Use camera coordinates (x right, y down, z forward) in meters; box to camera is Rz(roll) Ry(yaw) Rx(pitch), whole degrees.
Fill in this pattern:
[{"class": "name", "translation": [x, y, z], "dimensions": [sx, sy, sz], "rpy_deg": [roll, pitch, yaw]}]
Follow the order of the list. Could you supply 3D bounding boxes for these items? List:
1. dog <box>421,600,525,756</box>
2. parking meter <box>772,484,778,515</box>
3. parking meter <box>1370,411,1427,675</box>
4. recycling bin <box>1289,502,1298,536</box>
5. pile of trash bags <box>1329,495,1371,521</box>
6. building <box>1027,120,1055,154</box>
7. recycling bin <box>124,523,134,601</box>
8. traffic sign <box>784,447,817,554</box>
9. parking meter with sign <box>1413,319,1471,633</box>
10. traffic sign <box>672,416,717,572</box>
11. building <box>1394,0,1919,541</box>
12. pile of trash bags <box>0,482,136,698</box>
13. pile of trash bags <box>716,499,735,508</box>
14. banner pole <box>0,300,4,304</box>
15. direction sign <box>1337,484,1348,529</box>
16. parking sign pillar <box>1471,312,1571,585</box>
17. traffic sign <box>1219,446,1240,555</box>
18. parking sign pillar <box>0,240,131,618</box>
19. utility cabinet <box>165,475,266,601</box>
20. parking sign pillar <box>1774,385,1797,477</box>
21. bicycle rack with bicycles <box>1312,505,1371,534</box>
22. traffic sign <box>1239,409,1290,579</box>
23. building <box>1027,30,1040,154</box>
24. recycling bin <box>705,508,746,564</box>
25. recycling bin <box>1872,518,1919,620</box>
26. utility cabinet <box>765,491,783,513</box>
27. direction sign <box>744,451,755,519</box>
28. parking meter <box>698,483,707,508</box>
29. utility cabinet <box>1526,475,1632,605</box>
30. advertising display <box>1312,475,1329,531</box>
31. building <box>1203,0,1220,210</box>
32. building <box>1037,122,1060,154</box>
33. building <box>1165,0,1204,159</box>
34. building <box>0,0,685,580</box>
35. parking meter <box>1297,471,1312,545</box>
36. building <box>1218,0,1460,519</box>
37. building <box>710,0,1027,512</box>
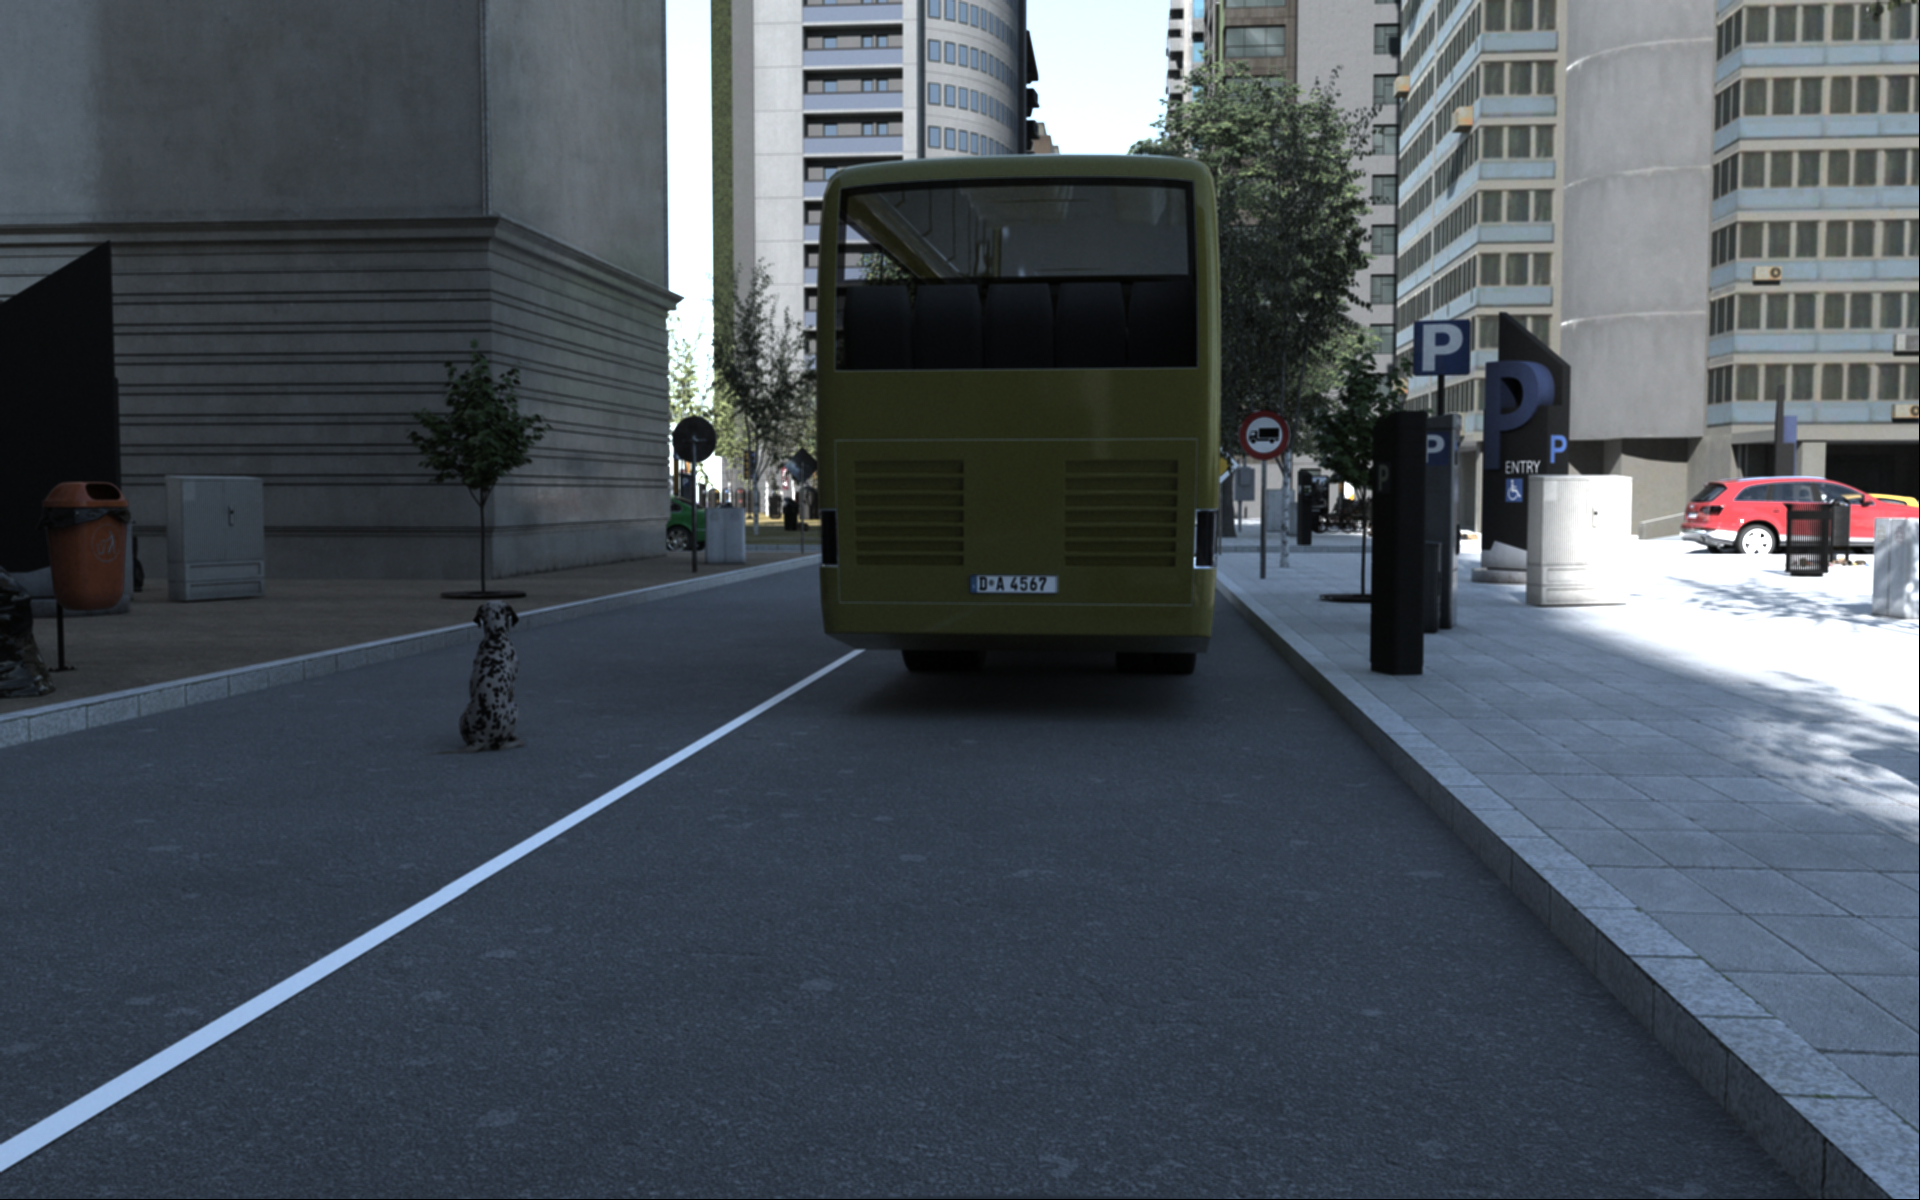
[{"class": "dog", "translation": [-2.751, 0.432, 9.773], "dimensions": [0.513, 0.831, 0.800], "rpy_deg": [2, 4, 35]}, {"class": "parking meter", "translation": [-11.213, -6.073, 105.006], "dimensions": [0.255, 1.863, 0.399], "rpy_deg": [-2, 4, -31]}, {"class": "parking meter", "translation": [3.137, -0.410, 12.408], "dimensions": [0.255, 1.863, 0.399], "rpy_deg": [-1, 4, -12]}, {"class": "recycling bin", "translation": [10.288, -2.472, 52.968], "dimensions": [0.722, 1.027, 0.722], "rpy_deg": [2, 4, 32]}, {"class": "pile of trash bags", "translation": [18.248, -4.477, 82.959], "dimensions": [3.447, 1.369, 1.912], "rpy_deg": [0, 4, -3]}, {"class": "building", "translation": [4.446, -34.356, 211.831], "dimensions": [14.600, 45.320, 14.200], "rpy_deg": [0, 4, 5]}, {"class": "recycling bin", "translation": [-10.296, -0.488, 20.541], "dimensions": [0.722, 1.027, 0.722], "rpy_deg": [0, 4, -8]}, {"class": "traffic sign", "translation": [-3.387, -2.054, 37.224], "dimensions": [0.795, 2.450, 0.064], "rpy_deg": [0, 4, 5]}, {"class": "parking meter with sign", "translation": [4.549, -1.250, 16.694], "dimensions": [0.543, 3.016, 1.738], "rpy_deg": [1, 4, 20]}, {"class": "traffic sign", "translation": [-4.350, -1.725, 28.315], "dimensions": [0.768, 2.556, 0.104], "rpy_deg": [1, 4, 12]}, {"class": "building", "translation": [28.660, -22.521, 60.106], "dimensions": [23.993, 40.220, 32.217], "rpy_deg": [0, 4, 5]}, {"class": "pile of trash bags", "translation": [-6.709, -0.085, 11.136], "dimensions": [1.912, 1.369, 3.447], "rpy_deg": [1, 4, 17]}, {"class": "pile of trash bags", "translation": [-7.475, -2.241, 46.394], "dimensions": [3.447, 1.369, 1.912], "rpy_deg": [1, 4, 21]}, {"class": "banner pole", "translation": [-12.486, -1.972, 22.258], "dimensions": [0.401, 3.779, 0.863], "rpy_deg": [2, 4, 26]}, {"class": "direction sign", "translation": [14.119, -4.393, 63.822], "dimensions": [0.379, 3.537, 0.876], "rpy_deg": [-1, 4, -13]}, {"class": "parking sign pillar", "translation": [8.202, -2.242, 25.132], "dimensions": [1.447, 3.967, 1.447], "rpy_deg": [-2, 4, -26]}, {"class": "traffic sign", "translation": [5.465, -2.001, 36.364], "dimensions": [0.795, 2.450, 0.064], "rpy_deg": [0, 4, 5]}, {"class": "parking sign pillar", "translation": [-9.692, -1.834, 18.451], "dimensions": [1.447, 3.967, 1.447], "rpy_deg": [-1, 4, -19]}, {"class": "utility cabinet", "translation": [-8.989, -0.751, 20.958], "dimensions": [0.318, 1.500, 1.173], "rpy_deg": [2, 4, 27]}, {"class": "parking sign pillar", "translation": [20.658, -3.361, 43.432], "dimensions": [1.447, 3.967, 1.447], "rpy_deg": [2, 4, 23]}, {"class": "bicycle rack with bicycles", "translation": [12.717, -2.692, 57.404], "dimensions": [2.925, 0.926, 2.852], "rpy_deg": [0, 4, -6]}, {"class": "traffic sign", "translation": [4.595, -1.596, 26.194], "dimensions": [0.768, 2.556, 0.104], "rpy_deg": [1, 4, 14]}, {"class": "building", "translation": [-3.956, -31.098, 163.081], "dimensions": [22.147, 44.769, 28.867], "rpy_deg": [0, 4, 5]}, {"class": "recycling bin", "translation": [-4.328, -1.187, 31.960], "dimensions": [0.722, 1.027, 0.722], "rpy_deg": [0, 4, -6]}, {"class": "recycling bin", "translation": [10.014, -0.333, 17.994], "dimensions": [0.722, 1.027, 0.722], "rpy_deg": [0, 3, 0]}, {"class": "utility cabinet", "translation": [-12.231, -6.436, 113.912], "dimensions": [1.173, 1.500, 0.318], "rpy_deg": [0, 4, -5]}, {"class": "direction sign", "translation": [-11.002, -6.027, 90.539], "dimensions": [0.379, 3.537, 0.876], "rpy_deg": [2, 4, 32]}, {"class": "parking meter", "translation": [-13.485, -5.203, 90.786], "dimensions": [0.255, 1.863, 0.399], "rpy_deg": [3, 5, 41]}, {"class": "utility cabinet", "translation": [7.107, -0.684, 19.867], "dimensions": [1.173, 1.500, 0.318], "rpy_deg": [-1, 4, -16]}, {"class": "advertising display", "translation": [12.318, -3.361, 60.161], "dimensions": [0.974, 1.923, 0.123], "rpy_deg": [2, 4, 25]}, {"class": "building", "translation": [26.383, -42.130, 127.076], "dimensions": [20.563, 71.187, 20.611], "rpy_deg": [0, 4, 5]}, {"class": "building", "translation": [2.769, -37.082, 229.987], "dimensions": [21.300, 48.544, 21.600], "rpy_deg": [0, 4, 5]}, {"class": "building", "translation": [29.375, -32.628, 153.068], "dimensions": [23.786, 49.044, 30.456], "rpy_deg": [0, 4, 5]}, {"class": "building", "translation": [-16.212, -11.919, 31.032], "dimensions": [21.152, 22.565, 11.583], "rpy_deg": [0, 4, 5]}, {"class": "parking meter", "translation": [8.648, -2.308, 43.452], "dimensions": [0.255, 1.863, 0.399], "rpy_deg": [-1, 4, -11]}, {"class": "building", "translation": [21.159, -19.798, 95.402], "dimensions": [14.160, 30.474, 14.107], "rpy_deg": [0, 4, 5]}, {"class": "building", "translation": [-6.116, -36.221, 134.211], "dimensions": [21.231, 58.520, 28.212], "rpy_deg": [0, 4, 5]}]
